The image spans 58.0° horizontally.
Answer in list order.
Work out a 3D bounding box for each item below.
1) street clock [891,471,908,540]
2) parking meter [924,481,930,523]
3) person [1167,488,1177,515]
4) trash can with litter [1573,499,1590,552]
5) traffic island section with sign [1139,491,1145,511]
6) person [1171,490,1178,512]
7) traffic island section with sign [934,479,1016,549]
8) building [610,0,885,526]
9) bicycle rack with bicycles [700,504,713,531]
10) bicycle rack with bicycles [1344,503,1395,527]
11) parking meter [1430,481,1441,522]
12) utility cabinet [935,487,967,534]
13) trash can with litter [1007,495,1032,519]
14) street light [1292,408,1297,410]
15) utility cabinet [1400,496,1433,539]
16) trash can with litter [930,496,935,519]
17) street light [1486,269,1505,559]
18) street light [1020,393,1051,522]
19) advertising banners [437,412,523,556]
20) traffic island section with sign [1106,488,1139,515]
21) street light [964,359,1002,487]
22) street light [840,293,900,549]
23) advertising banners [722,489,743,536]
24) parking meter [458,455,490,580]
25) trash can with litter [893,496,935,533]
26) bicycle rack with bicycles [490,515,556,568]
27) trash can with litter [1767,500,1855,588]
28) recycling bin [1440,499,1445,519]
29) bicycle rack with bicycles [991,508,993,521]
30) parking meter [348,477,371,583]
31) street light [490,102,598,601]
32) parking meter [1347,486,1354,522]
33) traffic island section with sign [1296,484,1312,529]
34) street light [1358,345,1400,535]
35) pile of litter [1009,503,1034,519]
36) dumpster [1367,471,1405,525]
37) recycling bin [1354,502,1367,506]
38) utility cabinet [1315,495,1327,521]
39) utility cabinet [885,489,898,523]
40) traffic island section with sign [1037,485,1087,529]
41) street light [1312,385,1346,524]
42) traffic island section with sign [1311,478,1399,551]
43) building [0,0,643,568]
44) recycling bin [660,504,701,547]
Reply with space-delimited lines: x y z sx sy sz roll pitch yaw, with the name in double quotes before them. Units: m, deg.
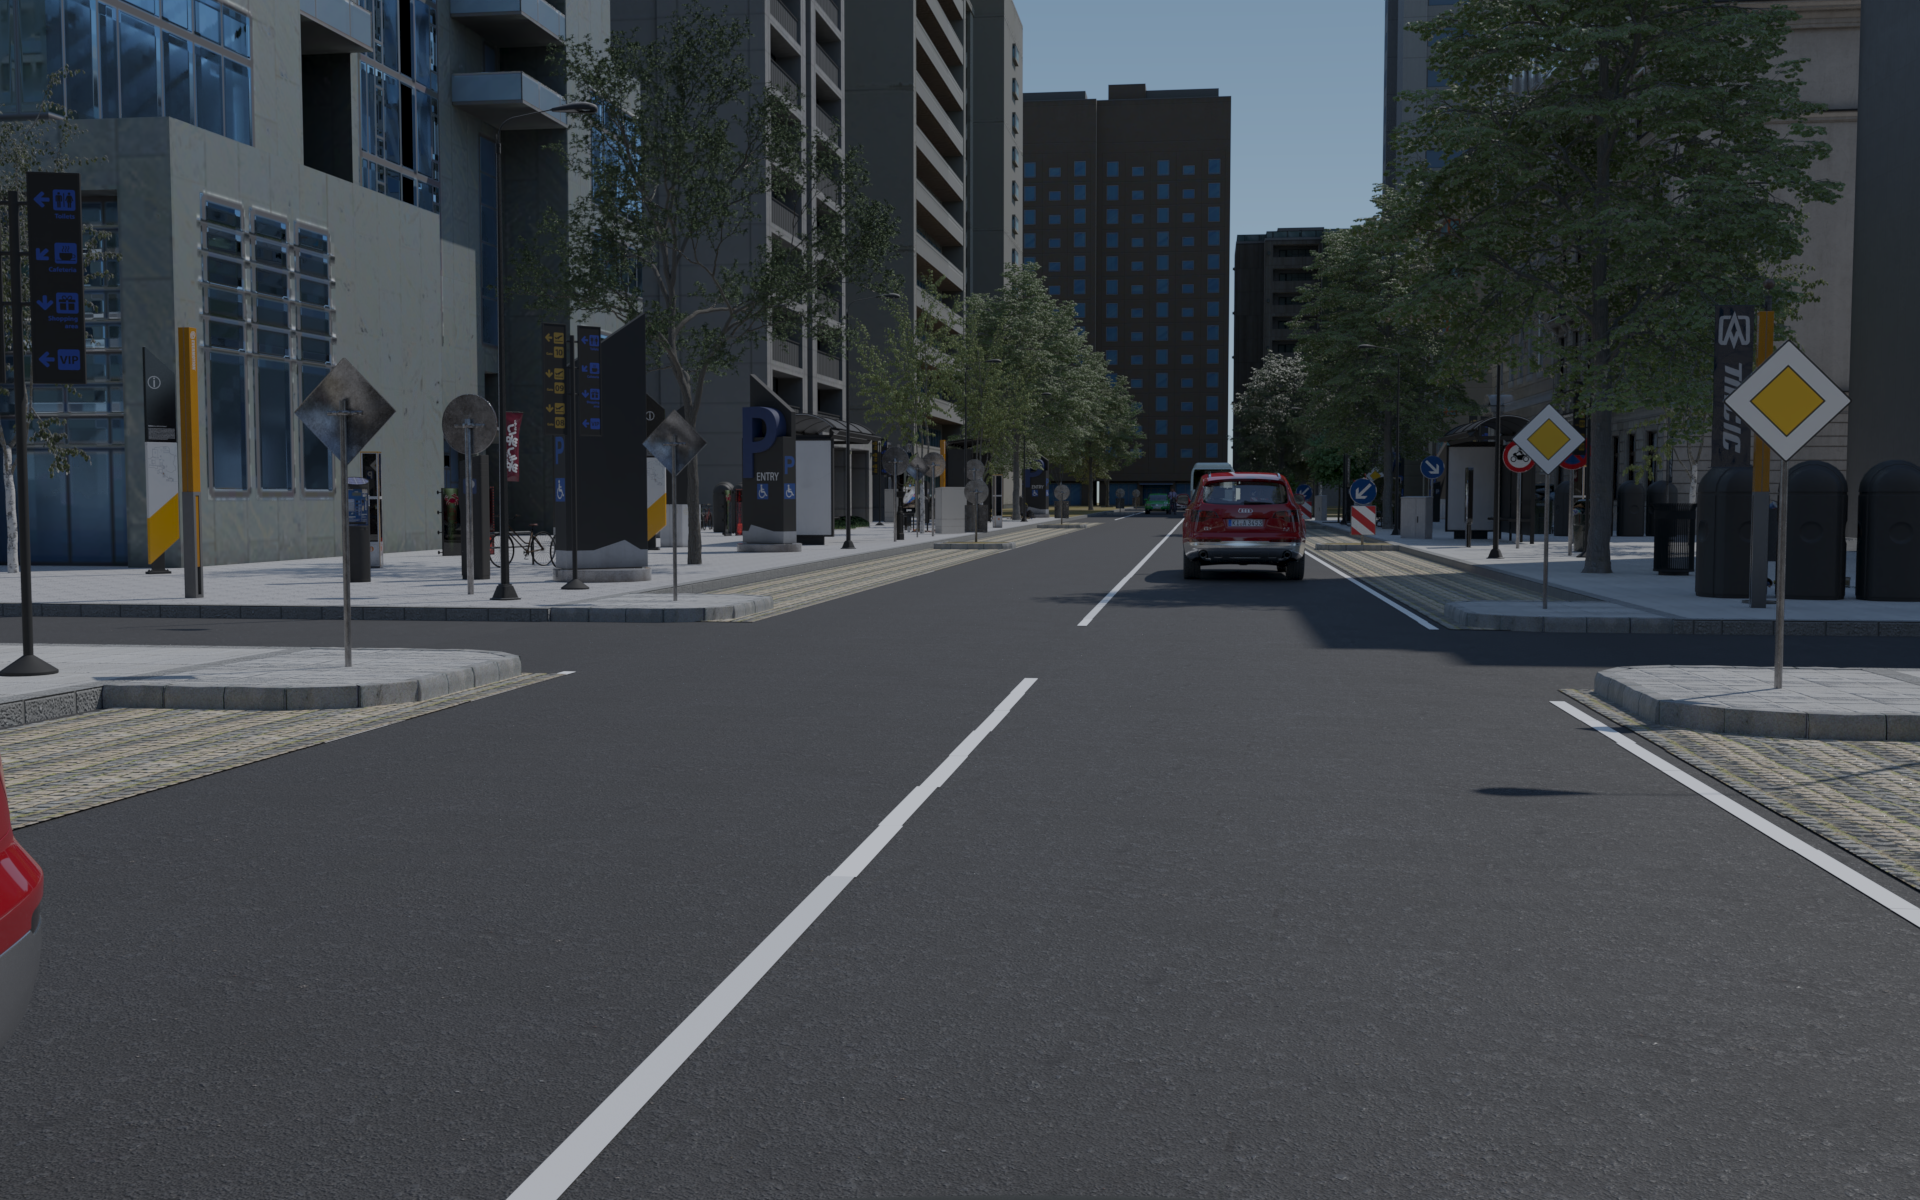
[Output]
"street clock" -1.685 -2.673 48.278 0.358 2.002 0.471 3 5 42
"parking meter" -1.517 -4.339 76.647 0.255 1.863 0.399 1 4 19
"person" 14.803 -6.873 120.747 0.709 1.838 0.599 1 4 12
"trash can with litter" 13.850 -1.665 38.614 0.624 1.170 1.055 1 4 14
"traffic island section with sign" 15.172 -8.554 148.478 1.989 1.847 2.006 0 4 8
"person" 17.126 -7.976 139.442 0.750 1.759 0.617 -2 4 -26
"traffic island section with sign" 0.431 -2.253 45.459 1.989 1.847 2.006 0 4 8
"building" -14.027 -39.103 77.584 20.563 71.187 20.611 0 4 8
"bicycle rack with bicycles" -9.839 -2.985 62.184 2.852 0.926 2.925 1 4 9
"bicycle rack with bicycles" 16.673 -3.303 67.394 2.852 0.926 2.925 -1 4 -17
"parking meter" 21.794 -4.507 79.401 0.399 1.863 0.255 -1 4 -22
"utility cabinet" -0.300 -2.874 55.672 0.318 1.500 1.173 3 5 43
"trash can with litter" 2.888 -4.718 88.195 1.678 1.210 2.233 2 4 29
"street light" 18.484 -7.369 93.017 1.470 5.913 1.316 0 4 8
"utility cabinet" 13.125 -2.364 49.820 0.306 1.237 1.020 -2 4 -29
"trash can with litter" -1.200 -4.614 86.821 1.055 1.170 0.624 -3 4 -39
"street light" 10.111 -3.780 34.336 1.470 5.913 1.316 0 4 8
"street light" 3.491 -6.546 79.561 1.470 5.913 1.316 0 4 8
"advertising banners" -10.031 -2.455 36.329 0.090 3.025 2.074 3 5 42
"traffic island section with sign" 11.302 -6.902 121.470 1.989 1.847 2.006 0 4 8
"street light" 0.733 -5.340 59.855 1.470 5.913 1.316 0 4 8
"street light" -2.079 -4.144 40.298 1.470 5.913 1.316 0 4 8
"advertising banners" -6.829 -3.495 53.338 0.090 3.025 2.074 1 4 19
"parking meter" -7.288 -1.240 25.990 0.399 1.863 0.255 1 4 18
"trash can with litter" -1.099 -2.864 57.885 1.678 1.210 2.233 -2 4 -35
"bicycle rack with bicycles" -7.045 -1.032 30.256 2.852 0.926 2.925 1 4 23
"trash can with litter" 11.558 -0.791 23.997 2.233 1.210 1.678 2 4 28
"recycling bin" 24.871 -4.624 88.161 0.722 1.027 0.722 -1 4 -16
"bicycle rack with bicycles" 0.205 -4.286 83.455 2.852 0.926 2.925 -1 4 -11
"parking meter" -8.784 -1.027 25.205 0.372 1.533 0.369 0 3 0
"street light" -4.982 -2.949 20.754 1.470 5.913 1.316 0 4 8
"parking meter" 18.003 -4.547 80.057 0.399 1.863 0.255 0 4 5
"traffic island section with sign" 13.953 -3.815 71.000 1.989 1.847 2.006 0 4 8
"street light" 13.054 -4.975 53.875 1.470 5.913 1.316 0 4 8
"pile of litter" 3.210 -4.729 91.290 1.719 0.858 1.176 -1 4 -12
"dumpster" 17.091 -4.119 69.836 1.502 2.255 1.985 0 4 8
"recycling bin" 18.955 -4.268 82.333 0.722 1.027 0.722 -1 4 -15
"utility cabinet" 17.498 -4.454 83.989 0.306 1.237 1.020 0 4 -7
"utility cabinet" -2.736 -4.147 76.476 1.173 1.500 0.318 2 4 25
"traffic island section with sign" 4.301 -3.904 72.458 1.989 1.847 2.006 0 4 8
"street light" 15.749 -6.172 73.449 1.470 5.913 1.316 0 4 8
"traffic island section with sign" 10.136 -2.183 44.315 1.989 1.847 2.006 0 4 8
"building" -22.326 -44.743 44.214 22.319 86.520 31.000 0 4 8
"recycling bin" -6.784 -1.802 42.022 0.722 1.027 0.722 2 4 35
